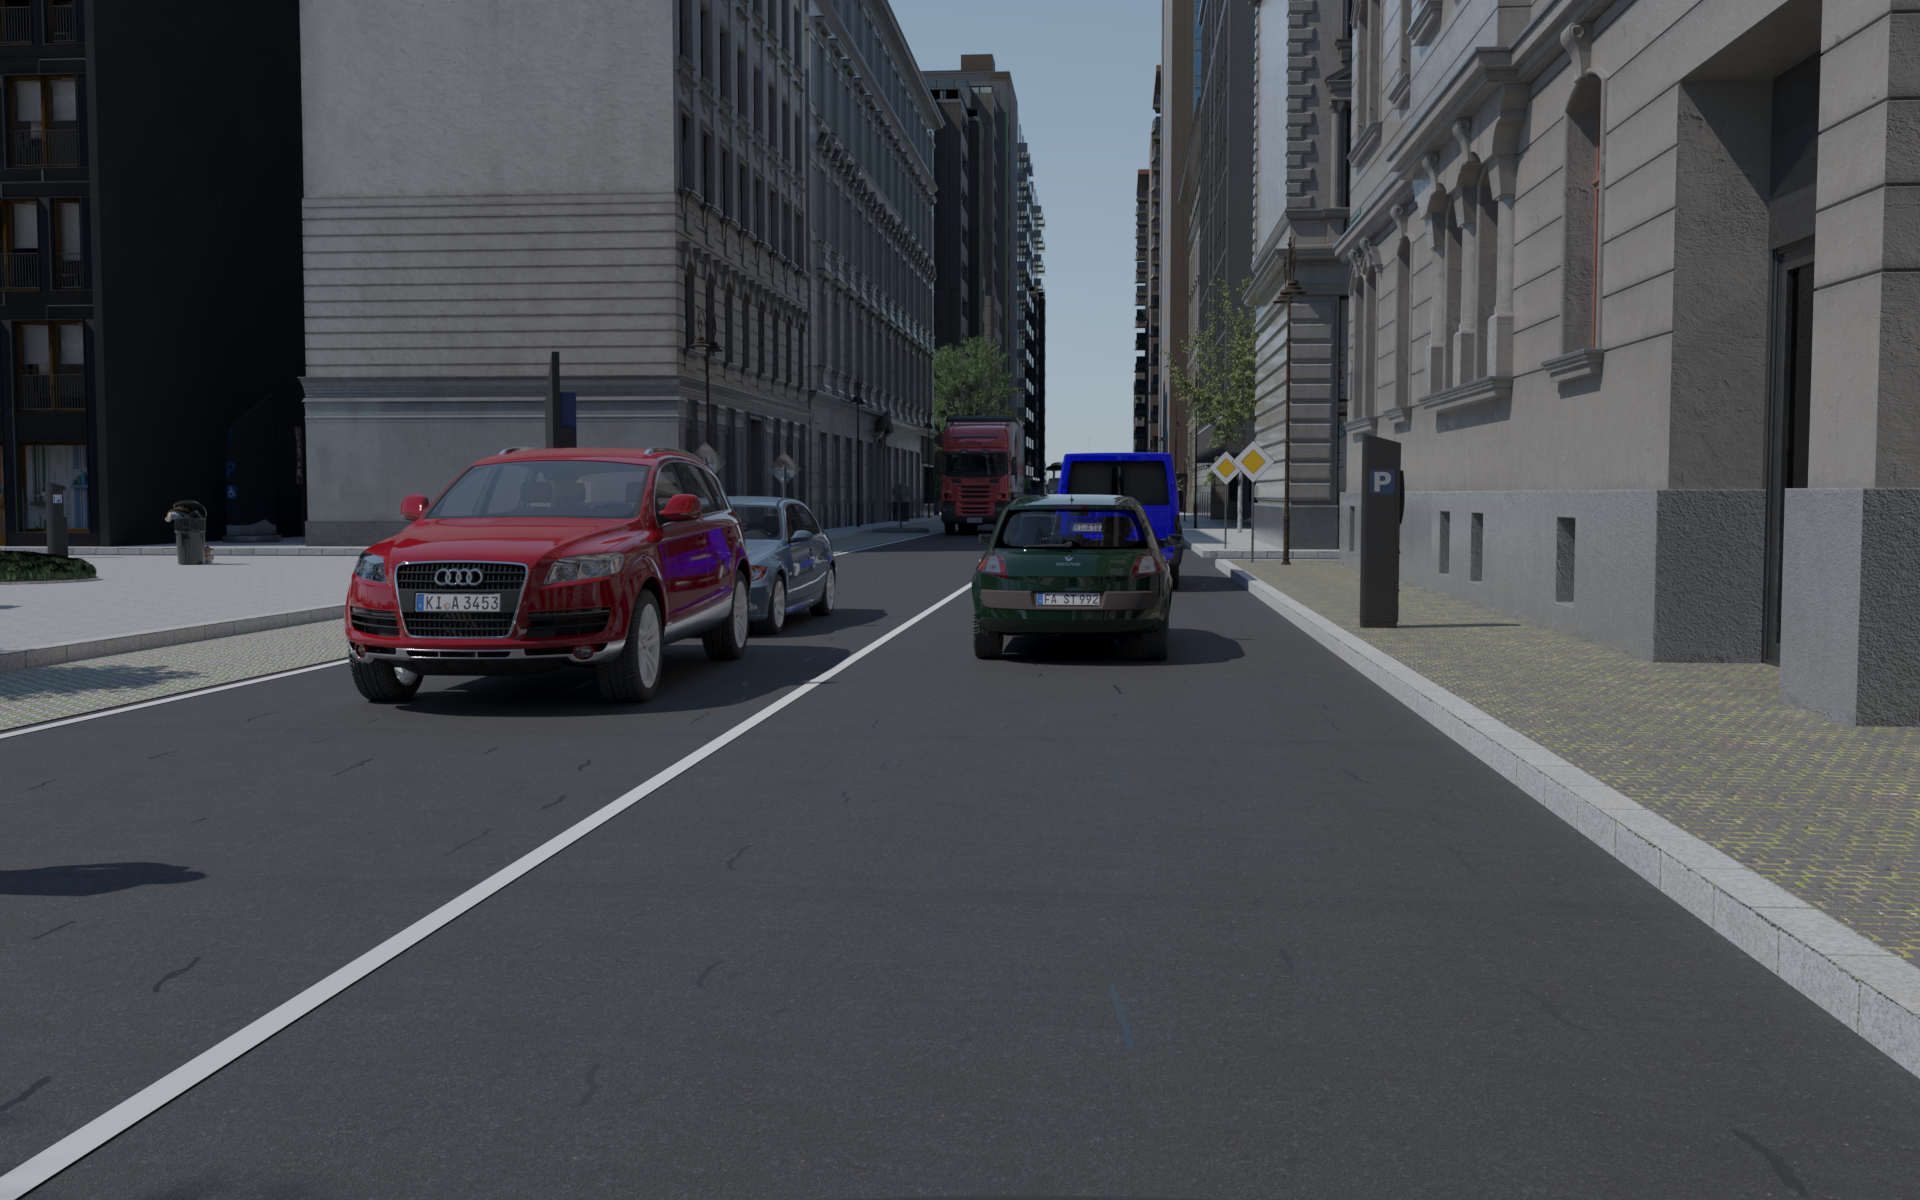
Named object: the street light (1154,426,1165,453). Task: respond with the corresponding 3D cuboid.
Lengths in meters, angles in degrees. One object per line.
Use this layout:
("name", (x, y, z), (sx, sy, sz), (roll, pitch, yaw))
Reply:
("street light", (13.324, -8.689, 114.853), (0.468, 5.910, 1.993), (0, 4, 5))

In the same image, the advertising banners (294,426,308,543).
("advertising banners", (-17.257, -3.038, 45.865), (0.090, 3.025, 2.074), (0, 4, -3))

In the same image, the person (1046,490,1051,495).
("person", (6.004, -6.658, 118.075), (1.217, 1.735, 0.721), (-1, 4, -9))

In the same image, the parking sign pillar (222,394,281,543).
("parking sign pillar", (-18.904, -3.526, 46.117), (1.447, 3.967, 1.447), (2, 4, 25))

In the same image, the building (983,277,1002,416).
("building", (-11.223, -18.459, 146.837), (27.650, 21.520, 28.899), (0, 4, 5))

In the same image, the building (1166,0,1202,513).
("building", (21.963, -29.054, 125.149), (14.600, 45.320, 14.200), (0, 4, 5))

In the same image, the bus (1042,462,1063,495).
("bus", (8.186, -8.784, 135.161), (2.896, 3.916, 12.252), (0, 4, 6))

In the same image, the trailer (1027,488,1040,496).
("trailer", (6.646, -9.189, 157.284), (1.471, 1.999, 3.904), (0, 4, 6))

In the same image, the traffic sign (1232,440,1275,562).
("traffic sign", (5.490, -1.764, 32.478), (0.795, 2.450, 0.064), (0, 4, 5))

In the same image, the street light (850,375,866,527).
("street light", (-3.962, -5.785, 67.377), (0.468, 5.910, 1.993), (0, 4, 5))

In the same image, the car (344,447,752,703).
("car", (-3.009, -0.303, 13.632), (2.281, 1.827, 5.304), (0, 4, 4))

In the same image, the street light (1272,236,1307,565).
("street light", (5.923, -3.578, 31.281), (0.468, 5.910, 1.993), (0, 4, 5))

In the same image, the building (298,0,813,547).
("building", (-10.562, -12.298, 50.216), (9.793, 20.994, 18.267), (0, 4, 5))

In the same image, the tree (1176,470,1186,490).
("tree", (14.417, -7.580, 118.532), (1.663, 3.219, 1.824), (0, 3, 0))

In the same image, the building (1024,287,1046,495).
("building", (4.480, -28.538, 238.293), (14.160, 30.474, 14.107), (0, 4, 5))

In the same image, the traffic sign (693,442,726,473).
("traffic sign", (-4.911, -1.822, 33.428), (0.795, 2.450, 0.064), (0, 4, 5))

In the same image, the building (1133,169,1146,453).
("building", (34.151, -35.094, 228.405), (22.147, 44.769, 28.867), (0, 4, 5))

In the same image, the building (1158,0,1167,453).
("building", (27.400, -36.912, 145.512), (21.231, 58.520, 28.212), (0, 4, 5))

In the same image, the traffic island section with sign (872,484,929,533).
("traffic island section with sign", (-2.185, -3.403, 64.260), (1.989, 1.847, 2.006), (0, 4, 5))

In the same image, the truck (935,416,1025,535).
("truck", (0.912, -4.618, 64.412), (2.839, 4.237, 11.283), (0, 4, 5))

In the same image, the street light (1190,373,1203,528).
("street light", (8.865, -5.641, 65.018), (0.468, 5.910, 1.993), (0, 4, 5))

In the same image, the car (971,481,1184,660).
("car", (1.118, -0.404, 16.398), (2.009, 1.686, 4.222), (0, 4, 6))

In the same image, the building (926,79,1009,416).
("building", (-2.726, -29.576, 167.169), (14.154, 41.232, 14.086), (0, 4, 5))

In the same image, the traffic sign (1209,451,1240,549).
("traffic sign", (6.203, -2.250, 40.431), (0.795, 2.450, 0.064), (0, 4, 5))

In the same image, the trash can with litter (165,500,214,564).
("trash can with litter", (-14.043, -1.239, 31.647), (0.624, 1.170, 1.055), (-1, 4, -9))

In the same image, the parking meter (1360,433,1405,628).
("parking meter", (4.056, -0.668, 16.632), (0.399, 1.863, 0.255), (1, 4, 11))

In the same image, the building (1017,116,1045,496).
("building", (-2.341, -36.450, 215.566), (23.786, 49.044, 30.456), (0, 4, 5))

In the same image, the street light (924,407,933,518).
("street light", (-1.657, -7.309, 92.285), (0.468, 5.910, 1.993), (0, 4, 5))

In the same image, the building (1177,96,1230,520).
("building", (21.025, -16.285, 99.551), (16.112, 22.955, 30.059), (0, 4, 5))

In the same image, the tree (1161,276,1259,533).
("tree", (9.054, -6.534, 57.186), (4.737, 8.622, 4.395), (0, 3, 0))

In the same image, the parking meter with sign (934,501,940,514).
("parking meter with sign", (-2.123, -6.761, 106.809), (1.738, 3.016, 0.543), (0, 4, 5))

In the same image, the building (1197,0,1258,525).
("building", (17.626, -17.071, 72.612), (14.314, 27.812, 24.014), (0, 4, 5))

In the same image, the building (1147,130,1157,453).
("building", (29.494, -34.011, 206.198), (14.600, 45.320, 14.200), (0, 4, 5))

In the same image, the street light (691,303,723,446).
("street light", (-6.134, -4.242, 42.152), (0.468, 5.910, 1.993), (0, 4, 5))

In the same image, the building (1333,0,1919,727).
("building", (12.128, -14.178, 19.201), (14.401, 28.519, 23.554), (0, 4, 5))

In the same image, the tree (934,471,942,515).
("tree", (-1.595, -6.735, 104.723), (1.663, 3.219, 1.824), (0, 3, 0))

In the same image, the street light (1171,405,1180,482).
("street light", (11.197, -7.158, 89.825), (0.468, 5.910, 1.993), (0, 4, 5))

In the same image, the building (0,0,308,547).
("building", (-27.927, -13.357, 48.060), (15.834, 23.373, 12.332), (0, 4, 5))

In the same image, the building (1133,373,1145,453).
("building", (39.884, -25.291, 258.553), (27.650, 21.520, 28.899), (0, 4, 5))

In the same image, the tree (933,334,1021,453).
("tree", (0.296, -11.418, 112.443), (9.928, 11.665, 9.643), (0, 3, 0))

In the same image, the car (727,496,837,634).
("car", (-2.523, -0.446, 19.292), (2.014, 1.417, 4.499), (0, 4, 7))

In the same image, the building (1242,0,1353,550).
("building", (17.127, -13.109, 43.213), (19.941, 23.489, 11.050), (0, 4, 5))

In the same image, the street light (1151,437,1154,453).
("street light", (15.695, -10.272, 140.737), (0.468, 5.910, 1.993), (0, 4, 5))

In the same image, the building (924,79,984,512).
("building", (-5.792, -21.573, 124.415), (14.160, 30.474, 14.107), (0, 4, 5))

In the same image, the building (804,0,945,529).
("building", (-11.074, -18.645, 81.256), (17.030, 29.872, 44.131), (0, 4, 5))

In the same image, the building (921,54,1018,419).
("building", (-1.281, -32.487, 181.267), (14.600, 45.320, 14.200), (0, 4, 5))

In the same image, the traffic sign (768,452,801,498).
("traffic sign", (-4.197, -2.308, 41.381), (0.795, 2.450, 0.064), (0, 4, 5))

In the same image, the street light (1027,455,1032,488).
("street light", (8.083, -13.946, 200.796), (0.468, 5.910, 1.993), (0, 4, 5))

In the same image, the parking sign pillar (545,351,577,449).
("parking sign pillar", (-7.728, -2.752, 33.475), (1.447, 3.967, 1.447), (-1, 4, -20))

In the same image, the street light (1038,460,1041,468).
("street light", (10.310, -15.463, 225.612), (0.468, 5.910, 1.993), (0, 4, 5))

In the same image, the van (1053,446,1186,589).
("van", (2.546, -1.433, 27.810), (2.240, 2.365, 5.245), (0, 4, 6))

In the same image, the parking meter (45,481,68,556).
("parking meter", (-18.110, -1.610, 34.729), (0.372, 1.533, 0.369), (0, 3, 0))

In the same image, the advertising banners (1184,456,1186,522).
("advertising banners", (10.473, -5.169, 80.694), (0.090, 3.025, 2.074), (1, 4, 9))

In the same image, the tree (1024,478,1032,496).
("tree", (7.370, -12.069, 191.930), (1.663, 3.219, 1.824), (0, 3, 0))

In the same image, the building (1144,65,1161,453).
("building", (30.427, -31.836, 175.136), (22.147, 44.769, 28.867), (0, 4, 5))
